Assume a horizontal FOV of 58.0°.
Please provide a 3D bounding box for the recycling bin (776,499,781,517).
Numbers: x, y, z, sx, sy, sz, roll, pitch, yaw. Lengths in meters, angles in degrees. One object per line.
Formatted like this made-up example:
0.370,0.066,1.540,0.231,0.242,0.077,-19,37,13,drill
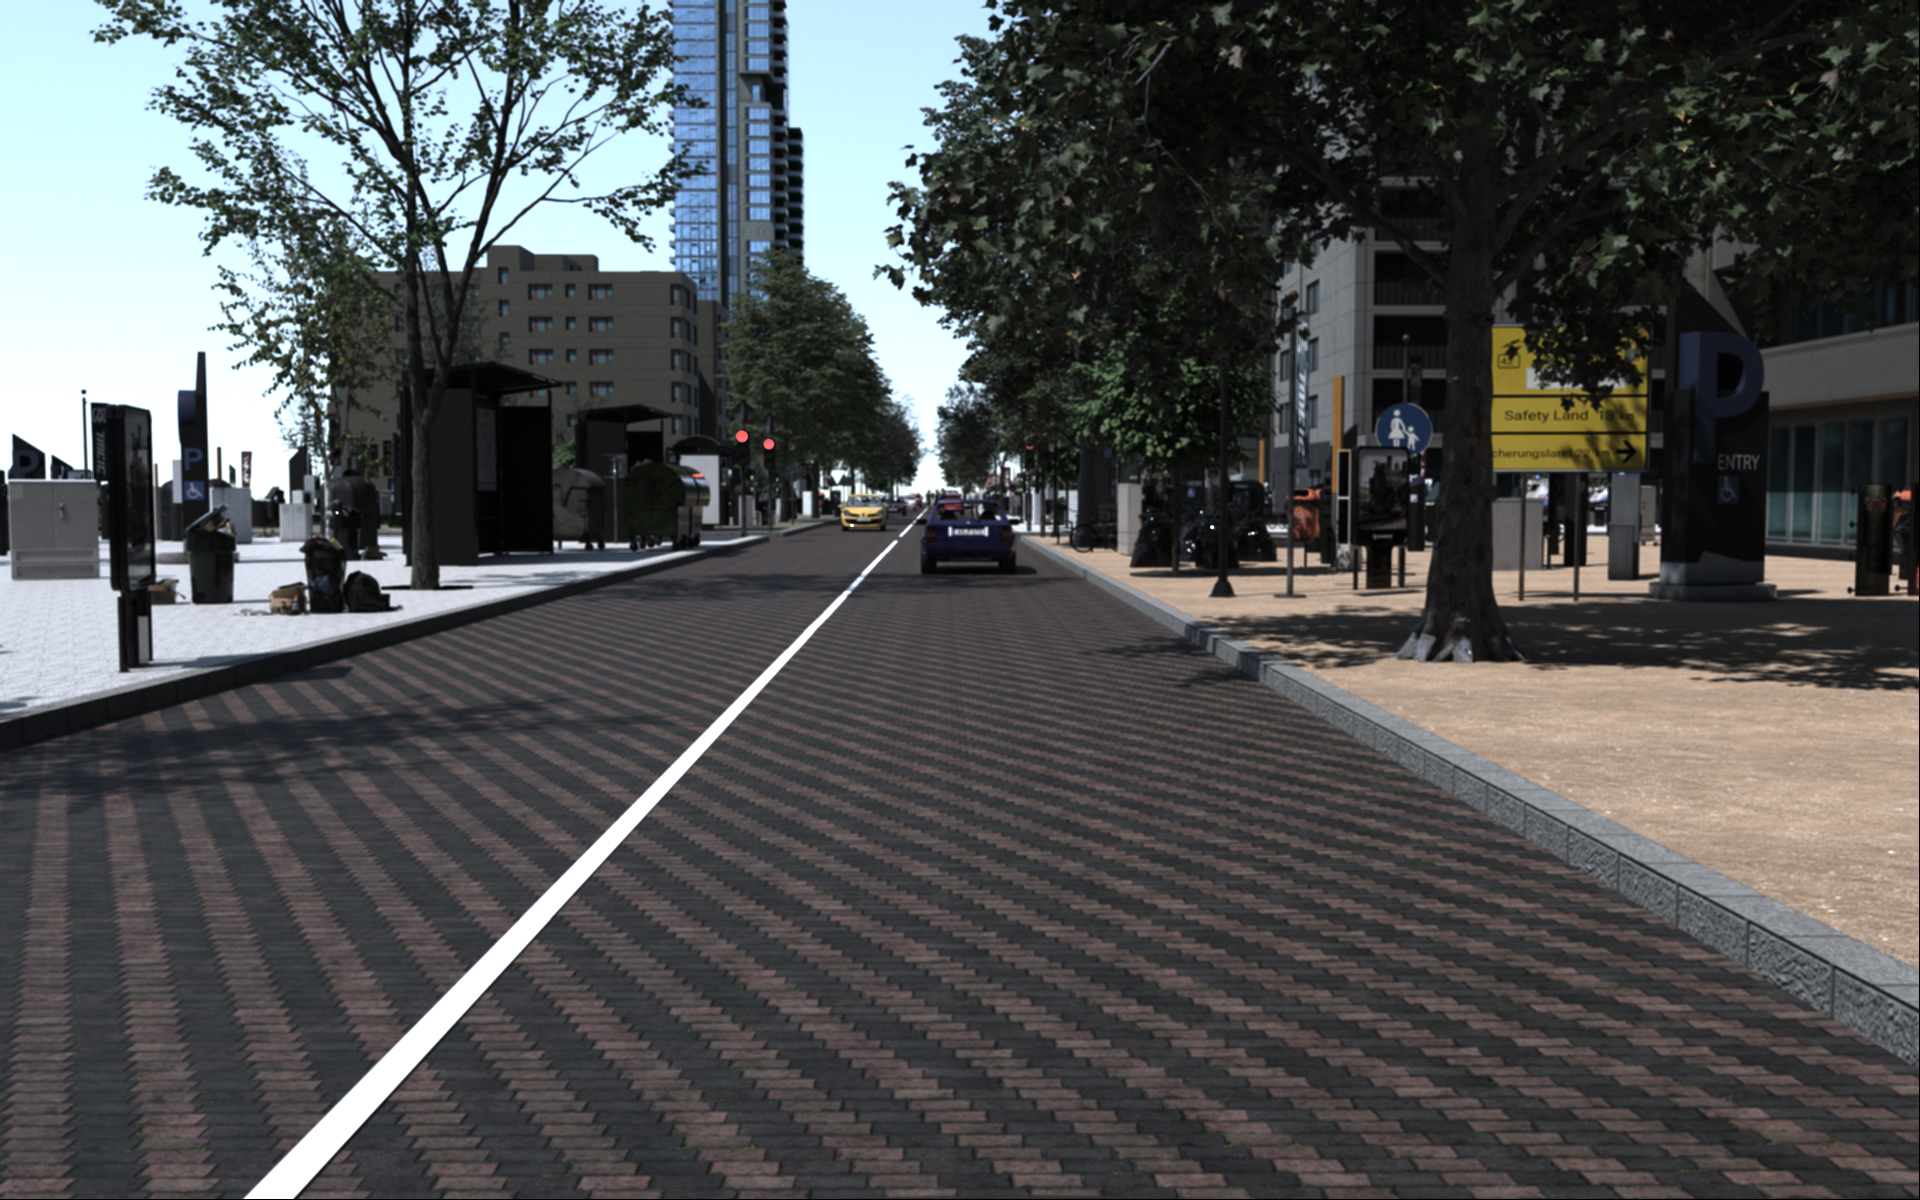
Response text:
-10.001,-5.245,98.303,0.722,1.027,0.722,-2,4,-24,recycling bin

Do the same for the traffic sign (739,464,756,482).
-8.885,-4.435,72.614,0.768,2.556,0.104,1,4,9,traffic sign

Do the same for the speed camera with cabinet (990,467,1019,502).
3.303,-8.219,128.723,2.038,3.252,0.660,1,4,10,speed camera with cabinet

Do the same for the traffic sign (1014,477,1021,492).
4.124,-7.321,119.806,0.768,2.556,0.104,0,4,4,traffic sign

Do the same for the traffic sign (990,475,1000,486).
2.303,-6.885,112.673,0.768,2.556,0.104,0,4,0,traffic sign

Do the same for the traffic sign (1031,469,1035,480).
3.669,-4.920,80.541,0.768,2.556,0.104,0,4,3,traffic sign

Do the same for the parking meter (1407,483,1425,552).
10.218,-1.858,38.789,0.372,1.533,0.369,0,3,0,parking meter

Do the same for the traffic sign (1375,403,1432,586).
6.190,-1.476,24.243,0.768,2.556,0.104,1,4,8,traffic sign

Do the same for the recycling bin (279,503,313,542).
-17.928,-2.093,46.779,0.722,1.027,0.722,-1,4,-10,recycling bin

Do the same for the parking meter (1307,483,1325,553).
7.791,-1.805,37.929,0.372,1.533,0.369,0,3,0,parking meter

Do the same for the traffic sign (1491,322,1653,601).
7.057,-1.638,20.653,2.265,3.308,0.079,0,4,4,traffic sign

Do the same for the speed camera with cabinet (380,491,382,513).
-27.906,-5.289,80.811,0.660,3.252,2.038,1,4,21,speed camera with cabinet

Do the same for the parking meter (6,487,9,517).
-27.726,-2.570,50.427,0.372,1.533,0.369,0,3,0,parking meter

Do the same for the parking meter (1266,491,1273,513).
18.025,-5.651,100.798,0.372,1.533,0.369,0,3,0,parking meter

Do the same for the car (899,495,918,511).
-4.725,-8.471,150.866,2.083,1.381,4.827,0,4,-1,car

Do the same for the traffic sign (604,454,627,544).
-8.846,-2.590,44.475,0.606,2.300,0.079,0,4,4,traffic sign

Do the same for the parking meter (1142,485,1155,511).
5.299,-2.469,48.783,0.372,1.533,0.369,0,3,0,parking meter

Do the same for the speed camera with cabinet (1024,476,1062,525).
3.387,-4.789,72.628,0.660,3.252,2.038,-2,4,-27,speed camera with cabinet

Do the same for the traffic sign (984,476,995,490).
2.116,-7.541,123.291,0.884,2.594,0.081,0,4,3,traffic sign

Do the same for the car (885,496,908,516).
-4.371,-6.181,113.643,1.945,1.354,3.894,0,4,-1,car

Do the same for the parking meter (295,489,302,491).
-34.959,-5.083,91.516,0.372,1.533,0.369,0,3,0,parking meter

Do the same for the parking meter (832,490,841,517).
-6.886,-5.449,97.495,0.372,1.533,0.369,0,3,0,parking meter

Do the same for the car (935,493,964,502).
-0.625,-6.694,118.494,2.155,1.783,4.494,0,4,-1,car

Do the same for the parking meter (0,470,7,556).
-20.043,-1.852,35.985,0.399,1.863,0.255,0,4,-3,parking meter

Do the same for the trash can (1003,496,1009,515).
2.912,-5.922,108.478,0.748,1.137,0.748,0,3,0,trash can

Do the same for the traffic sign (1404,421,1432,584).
6.341,-1.508,24.765,0.768,2.556,0.104,0,4,6,traffic sign

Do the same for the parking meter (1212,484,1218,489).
14.800,-5.804,100.612,0.399,1.863,0.255,1,4,23,parking meter

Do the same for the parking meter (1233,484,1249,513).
6.841,-2.064,42.161,0.372,1.533,0.369,0,3,0,parking meter

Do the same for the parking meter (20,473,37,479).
-25.568,-2.562,47.596,0.255,1.863,0.399,2,4,26,parking meter

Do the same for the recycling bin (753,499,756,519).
-10.773,-4.637,88.367,0.722,1.027,0.722,0,4,-4,recycling bin

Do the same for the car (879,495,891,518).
-5.154,-5.598,103.531,2.014,1.417,4.499,0,4,-2,car

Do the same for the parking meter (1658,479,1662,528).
26.752,-3.671,65.729,0.255,1.863,0.399,-2,4,-33,parking meter

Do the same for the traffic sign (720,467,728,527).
-9.189,-3.937,66.493,0.606,2.300,0.079,0,4,5,traffic sign

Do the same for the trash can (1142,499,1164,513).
5.288,-2.201,47.641,0.748,1.137,0.748,0,3,0,trash can

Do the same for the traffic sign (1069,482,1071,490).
5.305,-5.098,83.451,0.768,2.556,0.104,0,4,4,traffic sign

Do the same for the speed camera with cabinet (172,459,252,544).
-18.996,-3.038,44.002,0.660,3.252,2.038,1,4,23,speed camera with cabinet

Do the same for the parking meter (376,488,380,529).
-21.414,-3.361,63.355,0.372,1.533,0.369,0,3,0,parking meter

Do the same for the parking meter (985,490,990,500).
1.848,-6.648,117.109,0.372,1.533,0.369,0,3,0,parking meter

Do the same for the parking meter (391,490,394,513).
-30.837,-5.266,94.511,0.372,1.533,0.369,0,3,0,parking meter

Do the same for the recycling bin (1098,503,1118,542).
3.869,-2.076,46.499,0.722,1.027,0.722,0,4,8,recycling bin

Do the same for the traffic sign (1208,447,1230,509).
5.110,-2.157,35.366,0.768,2.556,0.104,0,4,6,traffic sign

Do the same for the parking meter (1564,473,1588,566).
10.958,-1.534,30.795,0.399,1.863,0.255,-3,5,-40,parking meter

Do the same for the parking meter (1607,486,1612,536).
19.822,-2.697,52.508,0.372,1.533,0.369,0,3,0,parking meter

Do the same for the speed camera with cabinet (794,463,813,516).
-9.102,-6.610,102.404,0.660,3.252,2.038,-3,4,-37,speed camera with cabinet

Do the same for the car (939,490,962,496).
-0.932,-9.804,168.974,2.281,1.827,5.304,0,4,0,car

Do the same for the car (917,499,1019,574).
0.148,-1.212,32.395,1.945,1.354,3.894,0,3,0,car

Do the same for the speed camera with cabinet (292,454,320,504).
-31.710,-5.486,84.035,0.660,3.252,2.038,0,4,3,speed camera with cabinet

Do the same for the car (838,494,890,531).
-3.748,-3.522,67.813,2.015,1.641,3.980,0,4,-2,car

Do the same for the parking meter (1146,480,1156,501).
8.133,-4.164,73.791,0.399,1.863,0.255,-2,4,-25,parking meter

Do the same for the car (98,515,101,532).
-29.851,-2.657,56.018,3.894,1.354,1.945,0,3,0,car

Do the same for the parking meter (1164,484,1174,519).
5.361,-2.170,43.885,0.372,1.533,0.369,0,3,0,parking meter

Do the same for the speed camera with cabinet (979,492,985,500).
2.528,-8.406,131.776,2.038,3.252,0.660,-1,4,-13,speed camera with cabinet

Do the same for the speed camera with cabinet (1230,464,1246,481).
13.168,-5.280,80.662,0.660,3.252,2.038,2,4,28,speed camera with cabinet

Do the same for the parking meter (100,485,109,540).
-23.973,-2.466,48.732,0.372,1.533,0.369,0,3,0,parking meter

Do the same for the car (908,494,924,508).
-4.858,-10.604,182.413,2.155,1.783,4.494,0,4,0,car

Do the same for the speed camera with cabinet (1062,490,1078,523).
4.252,-5.005,76.171,2.038,3.252,0.660,0,4,-3,speed camera with cabinet
